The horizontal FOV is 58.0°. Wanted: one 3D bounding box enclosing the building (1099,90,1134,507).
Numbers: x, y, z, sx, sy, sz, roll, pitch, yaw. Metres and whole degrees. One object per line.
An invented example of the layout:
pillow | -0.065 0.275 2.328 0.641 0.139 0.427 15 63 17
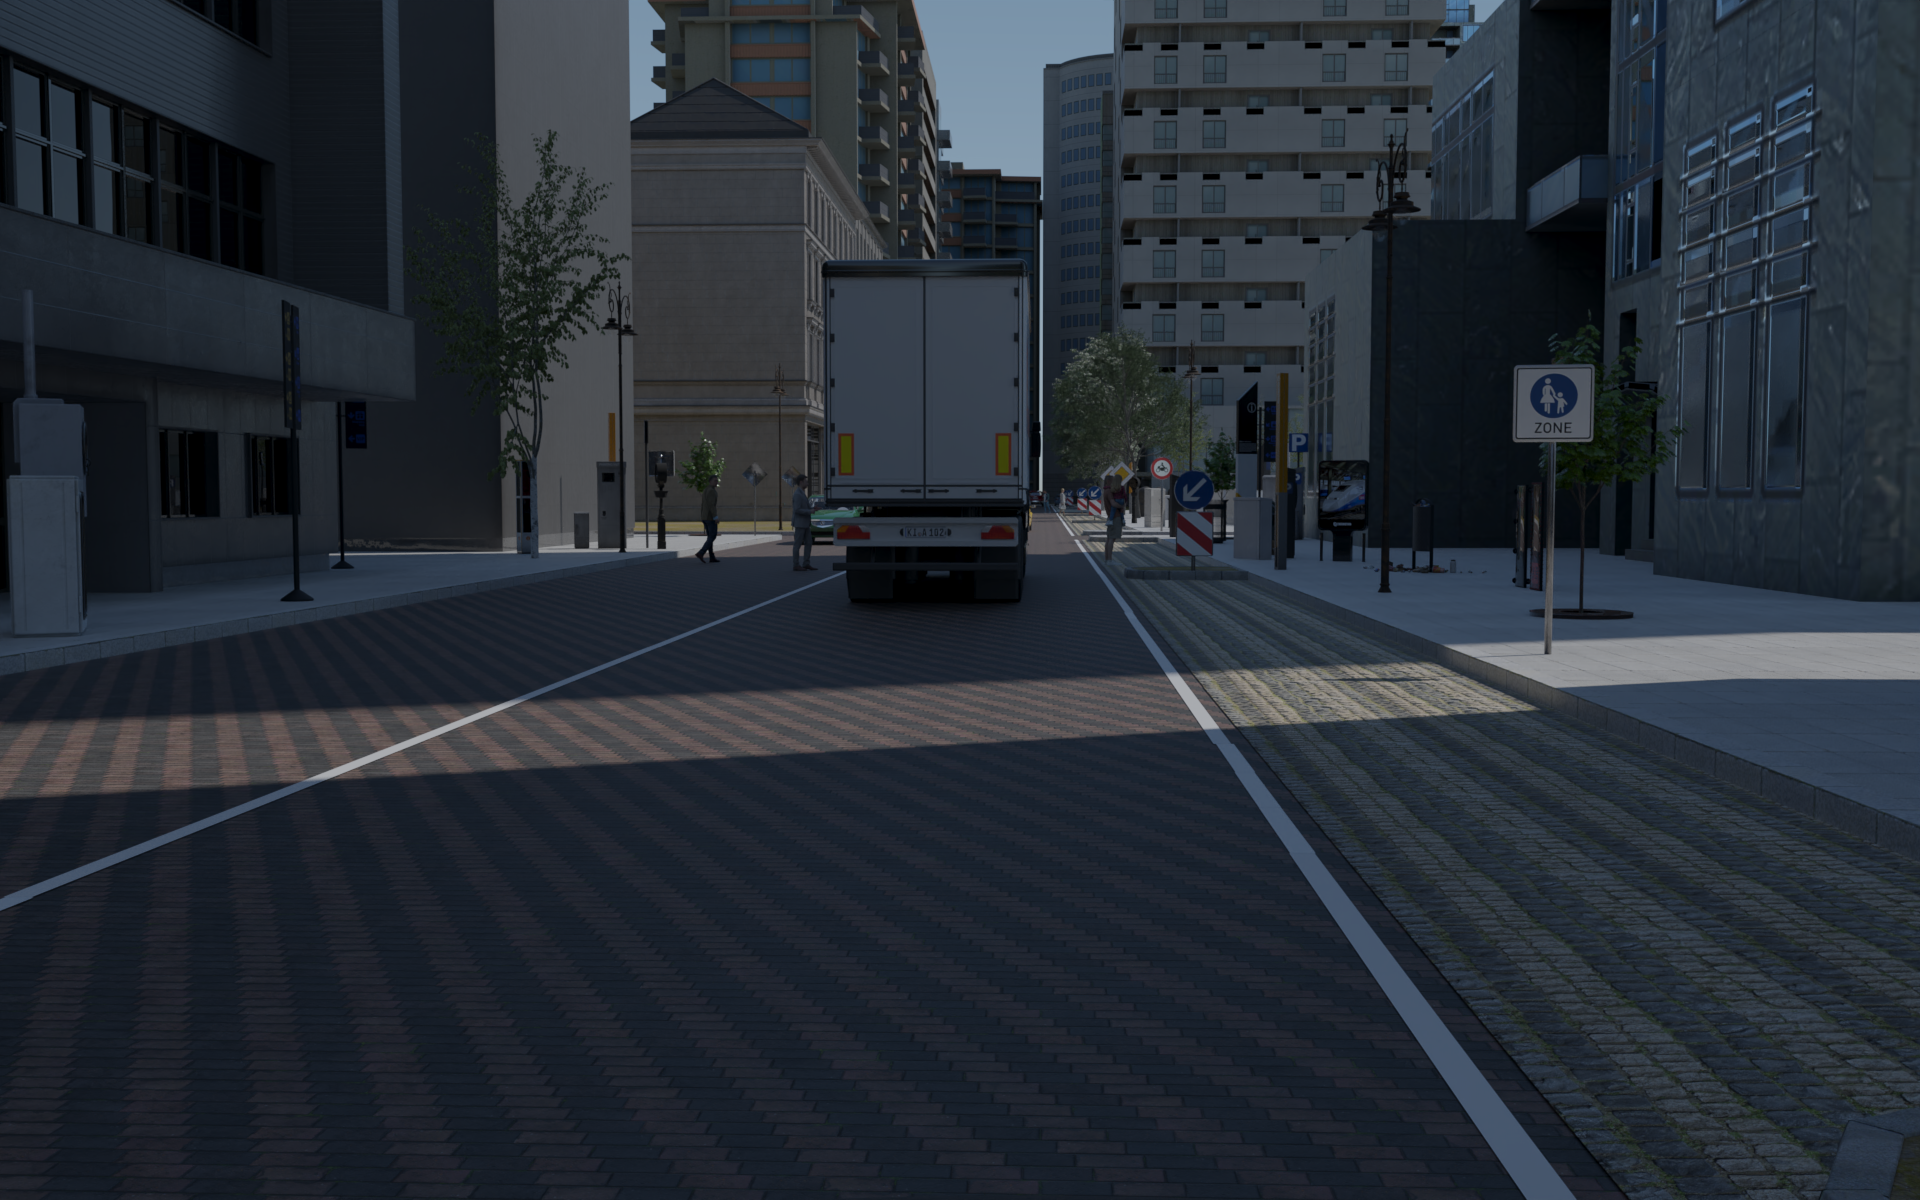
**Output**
building | 21.391 -30.281 178.695 14.154 41.232 14.086 0 4 3

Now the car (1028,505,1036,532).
car | 1.889 -3.460 66.791 2.015 1.641 3.980 0 4 4

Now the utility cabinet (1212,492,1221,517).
utility cabinet | 14.058 -5.240 94.349 1.173 1.500 0.318 1 4 18

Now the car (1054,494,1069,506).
car | 11.921 -11.679 202.950 2.014 1.417 4.499 0 4 3

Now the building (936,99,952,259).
building | -16.348 -35.531 200.533 30.456 49.044 23.786 0 4 3

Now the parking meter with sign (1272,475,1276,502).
parking meter with sign | 12.462 -4.147 64.060 1.738 3.016 0.543 -3 4 -36

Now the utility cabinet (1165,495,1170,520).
utility cabinet | 10.021 -4.513 84.947 1.020 1.237 0.306 -1 4 -21

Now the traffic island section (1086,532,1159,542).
traffic island section | 4.923 -1.853 52.570 2.009 0.180 2.903 0 4 3

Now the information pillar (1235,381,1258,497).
information pillar | 5.944 -2.723 35.872 0.504 3.616 0.183 -2 4 -25

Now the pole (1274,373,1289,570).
pole | 5.433 -2.167 29.267 0.158 3.312 0.155 0 3 0

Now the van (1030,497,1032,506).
van | 4.936 -8.283 142.441 2.013 2.044 4.112 0 4 4

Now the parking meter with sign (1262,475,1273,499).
parking meter with sign | 12.552 -4.492 69.701 1.738 3.016 0.543 1 4 20

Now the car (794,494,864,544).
car | -3.763 -2.383 50.756 2.131 1.459 4.920 0 4 2

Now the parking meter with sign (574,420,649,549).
parking meter with sign | -8.227 -2.726 40.837 1.738 3.016 0.543 -1 4 -11

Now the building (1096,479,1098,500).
building | 31.834 -30.910 197.253 32.217 40.220 23.993 0 4 3

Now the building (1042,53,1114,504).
building | 25.042 -42.006 228.793 28.212 58.520 21.231 0 4 3

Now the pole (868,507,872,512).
pole | -5.122 -6.393 98.369 0.158 3.312 0.155 0 3 0

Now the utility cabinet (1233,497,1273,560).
utility cabinet | 5.775 -1.406 34.156 0.306 1.237 1.020 -1 4 -21

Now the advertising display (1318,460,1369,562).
advertising display | 7.277 -1.693 32.896 0.974 1.923 0.123 2 4 34

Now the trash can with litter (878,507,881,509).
trash can with litter | -4.581 -5.291 97.893 0.624 1.170 1.055 0 4 5

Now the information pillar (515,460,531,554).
information pillar | -9.313 -1.994 37.092 0.304 2.012 0.304 -2 4 -35

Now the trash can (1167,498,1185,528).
trash can | 7.798 -3.099 62.320 0.748 1.137 0.748 0 3 0

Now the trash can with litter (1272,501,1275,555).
trash can with litter | 6.671 -1.550 36.723 0.624 1.170 1.055 -1 4 -14

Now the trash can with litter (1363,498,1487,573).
trash can with litter | 7.578 -1.088 28.843 1.678 1.210 2.233 -1 4 -19

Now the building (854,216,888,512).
building | -10.371 -16.100 112.381 9.793 20.994 18.267 0 4 3

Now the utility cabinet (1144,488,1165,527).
utility cabinet | 7.479 -3.529 66.375 0.318 1.500 1.173 2 4 34

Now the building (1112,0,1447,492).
building | 27.778 -34.717 156.863 28.713 52.752 27.495 0 4 3

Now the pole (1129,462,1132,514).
pole | 10.953 -7.179 111.218 0.158 3.312 0.155 0 3 0

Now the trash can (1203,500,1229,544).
trash can | 6.613 -2.038 44.973 0.748 1.137 0.748 0 3 0

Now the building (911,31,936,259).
building | -13.682 -33.772 175.870 21.300 48.544 21.600 0 4 3

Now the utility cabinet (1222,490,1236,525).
utility cabinet | 11.209 -3.766 70.246 0.318 1.500 1.173 -2 4 -24

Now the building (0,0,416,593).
building | -16.644 -11.910 13.792 14.314 24.678 30.058 0 4 3

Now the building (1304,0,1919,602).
building | 20.598 -44.056 32.991 22.319 86.520 31.000 0 4 3

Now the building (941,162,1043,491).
building | -3.428 -35.273 231.340 28.867 44.769 22.147 0 4 3

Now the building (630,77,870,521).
building | -11.515 -14.132 81.970 10.553 20.767 40.483 0 4 3

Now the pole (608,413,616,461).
pole | -8.731 -3.037 43.502 0.158 3.312 0.155 0 3 0

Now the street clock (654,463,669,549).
street clock | -6.948 -2.184 40.283 0.358 2.002 0.471 -1 4 -18

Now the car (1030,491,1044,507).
car | 8.636 -11.564 197.746 2.281 1.827 5.304 0 4 3

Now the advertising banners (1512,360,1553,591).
advertising banners | 7.676 -1.640 23.001 0.090 3.025 2.074 0 4 3

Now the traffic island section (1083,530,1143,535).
traffic island section | 5.305 -2.340 60.546 2.009 0.180 2.903 0 4 3

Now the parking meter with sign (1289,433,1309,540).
parking meter with sign | 9.468 -3.216 48.846 0.543 3.016 1.738 1 4 16

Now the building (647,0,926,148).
building | -14.485 -30.333 150.575 22.147 44.769 28.867 0 4 3

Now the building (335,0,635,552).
building | -21.680 -15.391 45.154 24.014 27.812 14.314 0 4 3

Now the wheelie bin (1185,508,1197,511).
wheelie bin | 17.874 -7.752 134.659 0.693 1.594 0.980 -2 4 -29
